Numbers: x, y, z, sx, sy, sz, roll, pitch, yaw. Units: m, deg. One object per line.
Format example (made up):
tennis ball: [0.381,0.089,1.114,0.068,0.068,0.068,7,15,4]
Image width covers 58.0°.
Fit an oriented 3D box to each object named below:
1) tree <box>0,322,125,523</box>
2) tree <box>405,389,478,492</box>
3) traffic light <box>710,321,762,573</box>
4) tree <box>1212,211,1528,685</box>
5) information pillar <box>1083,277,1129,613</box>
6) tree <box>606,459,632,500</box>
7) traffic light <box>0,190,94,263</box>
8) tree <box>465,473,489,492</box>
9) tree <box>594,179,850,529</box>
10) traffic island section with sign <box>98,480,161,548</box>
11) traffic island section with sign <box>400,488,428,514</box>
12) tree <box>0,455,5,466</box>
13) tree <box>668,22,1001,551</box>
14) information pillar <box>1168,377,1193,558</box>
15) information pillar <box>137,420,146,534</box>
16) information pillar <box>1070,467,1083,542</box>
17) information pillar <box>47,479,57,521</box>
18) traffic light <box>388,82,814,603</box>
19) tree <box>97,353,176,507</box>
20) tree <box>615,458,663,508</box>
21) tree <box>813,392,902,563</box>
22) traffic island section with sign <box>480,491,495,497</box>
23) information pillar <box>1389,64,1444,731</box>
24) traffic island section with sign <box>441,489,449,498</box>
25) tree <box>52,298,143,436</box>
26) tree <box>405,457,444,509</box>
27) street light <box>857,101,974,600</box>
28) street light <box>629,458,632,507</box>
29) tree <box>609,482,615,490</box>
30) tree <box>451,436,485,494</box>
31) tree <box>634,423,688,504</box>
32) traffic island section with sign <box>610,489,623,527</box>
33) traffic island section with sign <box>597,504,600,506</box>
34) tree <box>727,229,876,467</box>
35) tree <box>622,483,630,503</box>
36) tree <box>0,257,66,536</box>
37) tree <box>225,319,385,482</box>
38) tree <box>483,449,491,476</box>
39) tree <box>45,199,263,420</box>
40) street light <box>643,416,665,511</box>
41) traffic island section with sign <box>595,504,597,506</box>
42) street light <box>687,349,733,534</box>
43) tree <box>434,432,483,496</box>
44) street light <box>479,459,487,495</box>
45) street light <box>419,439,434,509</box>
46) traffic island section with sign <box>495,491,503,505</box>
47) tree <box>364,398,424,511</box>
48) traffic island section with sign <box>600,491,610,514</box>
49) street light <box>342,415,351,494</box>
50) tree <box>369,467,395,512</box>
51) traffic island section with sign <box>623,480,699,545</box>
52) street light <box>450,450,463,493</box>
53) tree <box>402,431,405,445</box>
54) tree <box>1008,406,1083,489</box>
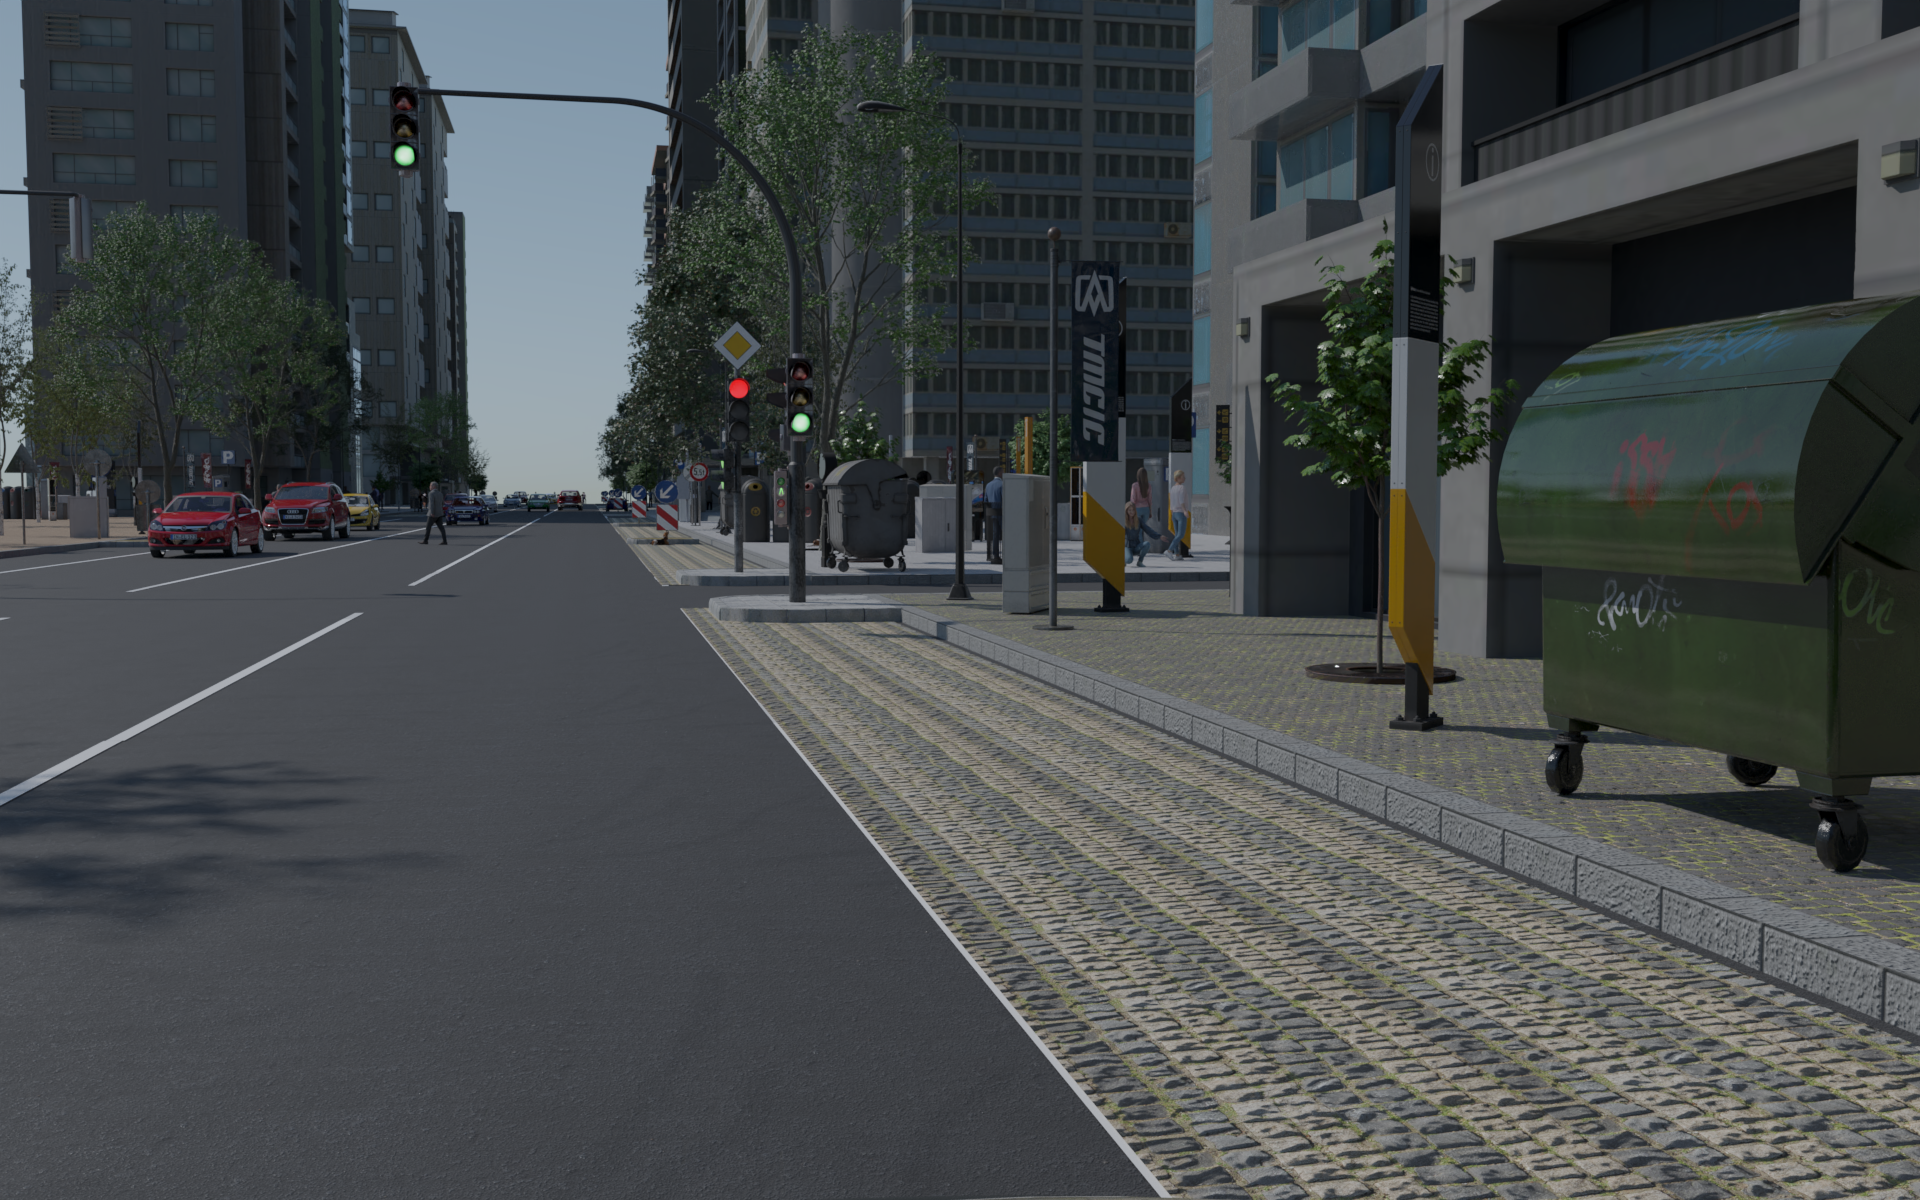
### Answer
tree: [-41.225,-7.786,77.657,4.737,8.622,4.395,0,3,0]
tree: [-51.422,-14.992,170.879,9.928,11.665,9.643,0,3,0]
traffic light: [-3.643,-2.407,28.269,0.839,4.253,0.868,-1,4,-12]
tree: [2.825,-1.065,12.007,1.663,3.219,1.824,0,3,0]
information pillar: [1.577,-1.675,18.734,0.504,3.616,0.183,-1,4,-22]
tree: [-38.963,-15.352,201.365,4.737,8.622,4.395,0,3,0]
traffic light: [-15.457,-3.124,25.751,4.771,5.953,1.251,-1,4,-12]
tree: [-65.407,-15.360,234.841,4.285,4.588,4.351,0,3,0]
tree: [-8.425,-8.940,63.177,9.611,12.733,9.660,0,3,0]
traffic island section with sign: [-22.290,-2.372,47.416,1.989,1.847,2.006,-1,4,-12]
traffic island section with sign: [-38.402,-6.939,122.087,1.989,1.847,2.006,-1,4,-12]
tree: [-24.552,-2.938,42.637,1.663,3.219,1.824,0,3,0]
tree: [-2.910,-6.915,38.817,9.928,11.665,9.643,0,3,0]
information pillar: [4.436,-2.656,34.776,0.504,3.616,0.183,-1,4,-22]
information pillar: [-26.029,-3.892,54.994,0.183,3.616,0.504,-1,4,-21]
information pillar: [3.188,-2.594,46.908,0.304,2.012,0.304,2,4,30]
information pillar: [-43.325,-4.780,82.643,0.304,2.012,0.304,-3,4,-39]
traffic light: [-3.985,-2.766,19.884,4.771,5.953,1.251,-1,4,-12]
tree: [-41.776,-8.394,87.604,4.360,8.622,3.978,0,3,0]
tree: [-29.851,-10.997,163.515,4.285,4.588,4.351,0,3,0]
tree: [-1.959,-2.329,32.688,1.663,3.219,1.824,0,3,0]
traffic island section with sign: [-55.775,-11.869,202.692,1.989,1.847,2.006,-1,4,-12]
information pillar: [2.469,-1.102,9.367,0.183,3.616,0.504,2,4,35]
traffic island section with sign: [-44.091,-8.551,148.443,1.989,1.847,2.006,-1,4,-12]
tree: [-33.506,-7.081,66.135,4.737,8.622,4.395,0,3,0]
tree: [-47.515,-10.403,153.807,4.285,4.588,4.351,0,3,0]
street light: [-0.531,-2.949,20.758,1.470,5.913,1.316,-1,4,-12]
street light: [-24.089,-9.631,130.004,1.470,5.913,1.316,-1,4,-12]
tree: [-49.165,-16.349,251.017,4.285,4.588,4.351,0,3,0]
tree: [-59.227,-15.752,207.903,4.737,8.622,4.395,0,3,0]
tree: [-21.066,-10.467,121.505,4.360,8.622,3.978,0,3,0]
traffic island section with sign: [-14.251,-4.130,76.157,1.989,1.847,2.006,-1,4,-12]
traffic island section with sign: [-30.720,-8.799,152.483,1.989,1.847,2.006,-1,4,-12]
tree: [-4.537,-5.972,47.999,4.360,8.622,3.978,0,3,0]
tree: [-45.625,-14.938,238.843,1.663,3.219,1.824,0,3,0]
tree: [-29.790,-6.281,53.055,4.360,8.622,3.978,0,3,0]
tree: [-35.238,-9.703,93.062,8.767,10.594,7.601,-1,4,-15]
tree: [-61.604,-16.439,219.140,4.360,8.622,3.978,0,3,0]
tree: [-27.679,-8.244,60.541,9.928,11.665,9.643,0,3,0]
street light: [-17.991,-7.921,102.056,1.470,5.913,1.316,-1,4,-12]
traffic island section with sign: [-42.387,-12.109,206.610,1.989,1.847,2.006,-1,4,-12]
street light: [-8.061,-5.090,55.758,1.470,5.913,1.316,-1,4,-12]
tree: [-56.218,-14.820,192.667,4.360,8.622,3.978,0,3,0]
street light: [-62.878,-15.661,228.602,1.470,5.913,1.316,-1,4,-12]
street light: [-45.146,-10.644,146.564,1.470,5.913,1.316,-1,4,-12]
traffic island section with sign: [-61.556,-13.506,229.444,1.989,1.847,2.006,-1,4,-12]
tree: [-43.058,-11.104,131.919,4.360,8.622,3.978,0,3,0]
traffic island section with sign: [-24.909,-7.151,125.545,1.989,1.847,2.006,-1,4,-12]
street light: [-35.087,-7.799,100.058,1.470,5.913,1.316,-1,4,-12]
tree: [-41.276,-7.862,123.147,1.663,3.219,1.824,0,3,0]
traffic island section with sign: [-8.571,-2.518,49.805,1.989,1.847,2.006,-1,4,-12]
street light: [-52.629,-12.748,180.977,1.470,5.913,1.316,-1,4,-12]
tree: [-32.317,-9.416,79.709,9.928,11.665,9.643,0,3,0]
tree: [3.320,-4.952,64.687,4.285,4.588,4.351,0,3,0]
